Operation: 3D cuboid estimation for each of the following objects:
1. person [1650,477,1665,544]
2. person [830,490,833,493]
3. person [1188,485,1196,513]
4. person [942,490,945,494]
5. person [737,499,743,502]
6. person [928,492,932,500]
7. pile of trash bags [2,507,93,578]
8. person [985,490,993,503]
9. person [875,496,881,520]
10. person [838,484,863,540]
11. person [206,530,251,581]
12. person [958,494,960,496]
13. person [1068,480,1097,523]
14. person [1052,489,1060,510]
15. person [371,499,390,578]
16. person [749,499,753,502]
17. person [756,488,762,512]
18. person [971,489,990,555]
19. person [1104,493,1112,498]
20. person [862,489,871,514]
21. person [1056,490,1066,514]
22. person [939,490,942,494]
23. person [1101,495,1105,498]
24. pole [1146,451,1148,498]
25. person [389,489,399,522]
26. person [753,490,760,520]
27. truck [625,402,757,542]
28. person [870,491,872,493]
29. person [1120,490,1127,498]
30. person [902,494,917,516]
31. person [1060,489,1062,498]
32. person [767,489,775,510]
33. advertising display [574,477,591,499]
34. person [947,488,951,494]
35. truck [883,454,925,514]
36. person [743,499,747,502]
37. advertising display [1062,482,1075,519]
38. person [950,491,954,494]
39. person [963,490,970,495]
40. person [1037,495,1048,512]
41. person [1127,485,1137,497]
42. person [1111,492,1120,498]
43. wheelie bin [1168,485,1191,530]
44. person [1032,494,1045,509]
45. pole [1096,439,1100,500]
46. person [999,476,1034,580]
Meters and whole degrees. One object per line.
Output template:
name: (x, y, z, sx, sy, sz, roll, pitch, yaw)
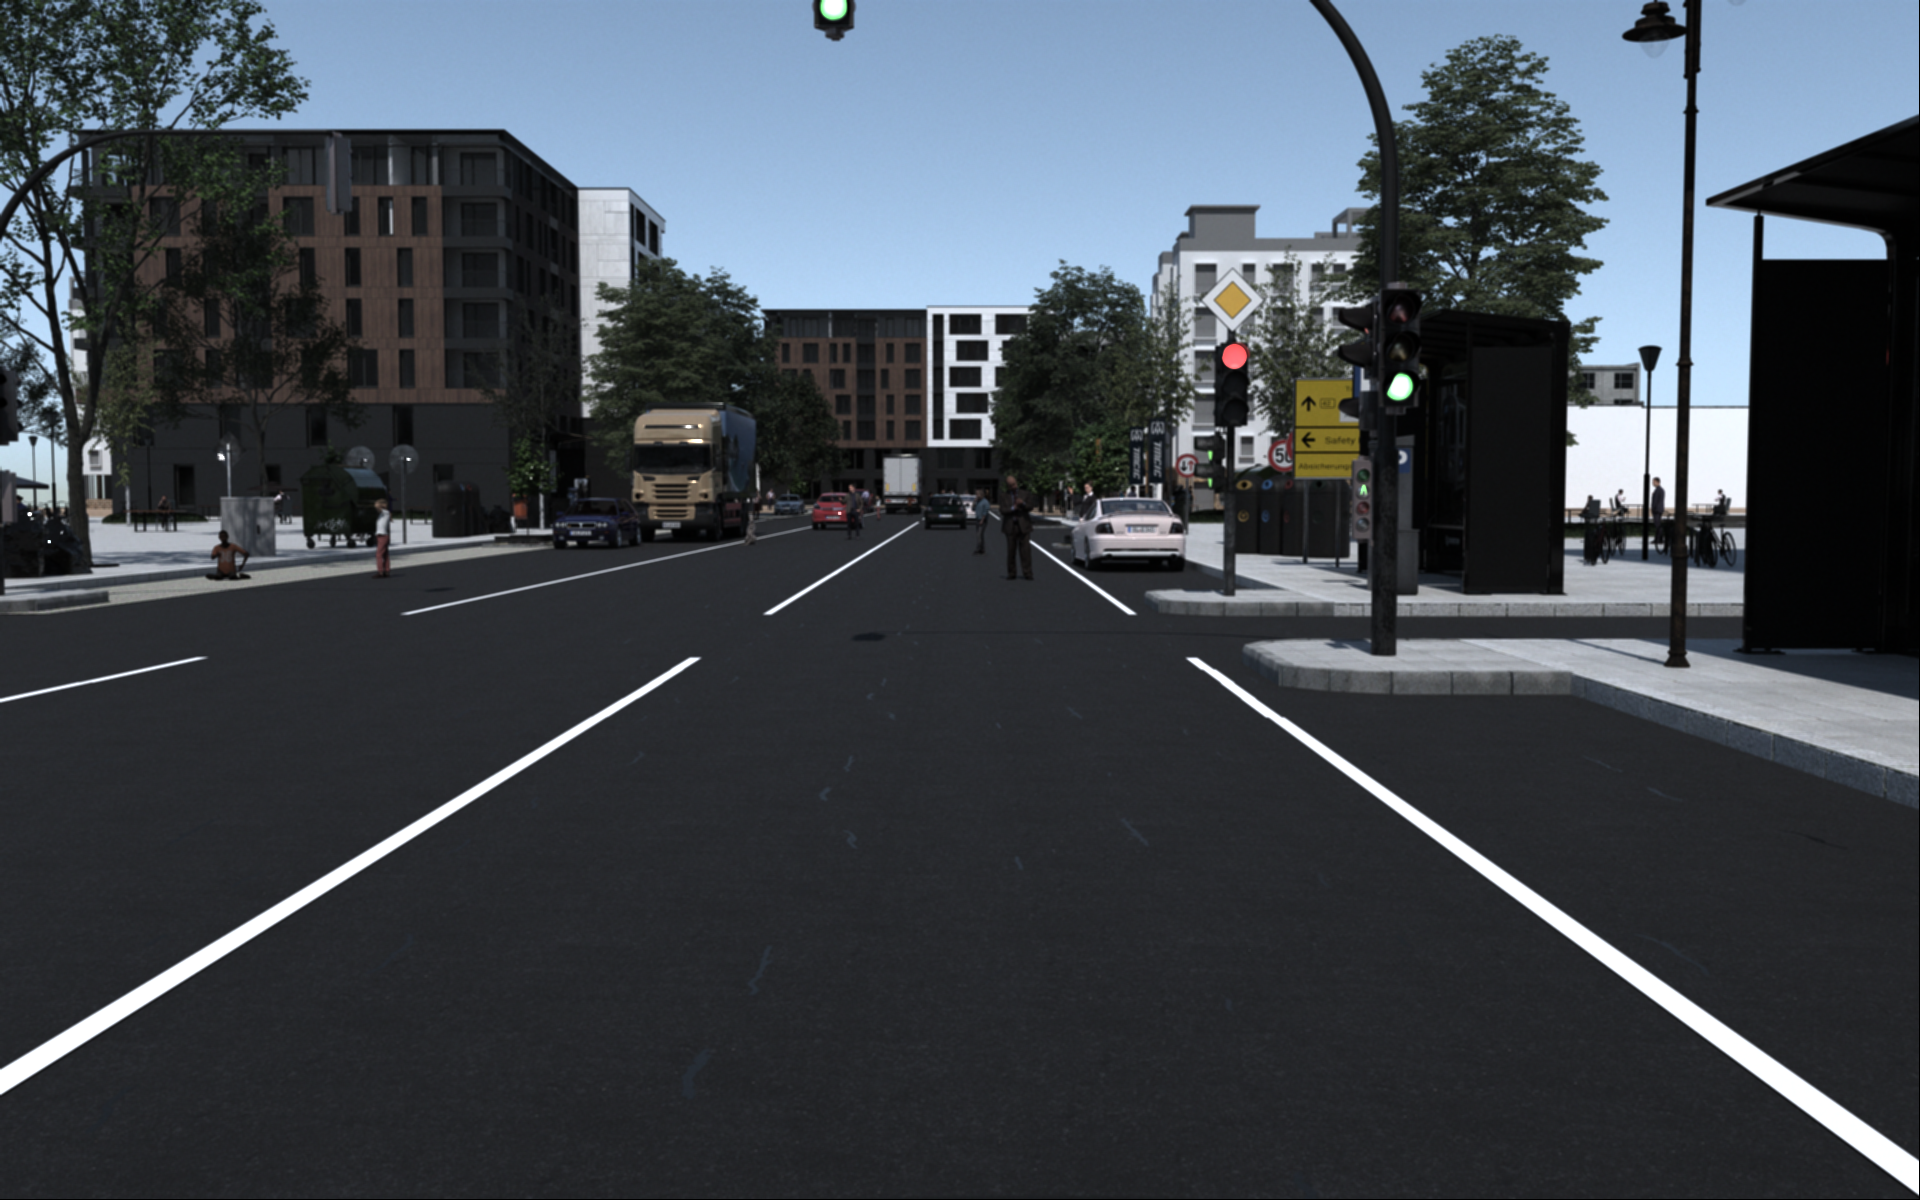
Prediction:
person: (17.962, -2.302, 44.608, 0.541, 1.710, 0.530, -3, 5, -39)
person: (-9.412, -7.275, 128.167, 1.217, 1.743, 0.721, 1, 4, 23)
person: (14.481, -6.263, 108.458, 0.705, 1.822, 1.348, -1, 4, -11)
person: (-1.317, -8.304, 144.830, 0.990, 1.755, 0.434, -2, 4, -33)
person: (-16.262, -7.433, 128.367, 0.445, 1.727, 0.742, 0, 4, 0)
person: (-1.404, -4.844, 90.075, 0.546, 1.535, 0.453, -2, 4, -30)
pile of trash bags: (-14.996, -1.017, 26.375, 1.912, 1.369, 3.447, 0, 4, 7)
person: (2.114, -7.366, 129.447, 0.721, 1.766, 1.217, 3, 5, 40)
person: (-4.479, -5.021, 94.504, 0.340, 1.345, 0.435, -2, 4, -30)
person: (-3.444, -2.786, 54.590, 0.617, 1.759, 0.750, 1, 4, 19)
person: (-12.121, -0.725, 28.641, 0.859, 0.850, 0.655, -1, 4, -15)
person: (0.032, -6.616, 119.901, 0.421, 1.427, 0.697, 2, 4, 31)
person: (2.571, -1.680, 36.776, 0.742, 1.727, 0.445, 2, 4, 27)
person: (7.740, -7.998, 136.747, 1.348, 1.831, 0.705, 1, 4, 9)
person: (-9.929, -1.056, 29.675, 0.340, 1.345, 0.435, -1, 4, -22)
person: (-17.681, -8.566, 146.925, 0.721, 1.723, 1.217, 3, 5, 44)
person: (-14.727, -7.296, 126.022, 0.721, 1.739, 1.217, -2, 4, -32)
person: (0.486, -1.831, 40.647, 0.429, 1.552, 0.499, 0, 4, -2)
person: (12.520, -8.671, 147.950, 0.705, 1.807, 1.348, -3, 5, -44)
person: (-6.902, -7.241, 126.753, 0.709, 1.838, 0.599, -1, 4, -14)
person: (6.748, -6.526, 112.771, 1.348, 1.821, 0.705, 3, 4, 37)
person: (-1.596, -8.546, 148.235, 0.705, 1.822, 1.348, -2, 4, -23)
person: (11.055, -7.961, 136.760, 0.990, 1.755, 0.434, 2, 4, 24)
pole: (8.190, -4.999, 75.577, 0.158, 3.312, 0.155, 0, 3, 0)
person: (-25.906, -4.308, 78.847, 0.453, 1.535, 0.546, 1, 4, 22)
person: (-11.190, -5.216, 95.240, 0.517, 1.644, 0.566, 3, 4, 36)
truck: (-8.375, -4.058, 55.264, 2.839, 4.237, 11.283, 0, 4, 0)
person: (-8.713, -9.865, 170.511, 0.721, 1.735, 1.217, 0, 4, 4)
person: (8.467, -5.039, 90.134, 0.444, 1.614, 0.593, 0, 4, 1)
person: (-3.285, -6.189, 112.945, 1.065, 1.426, 0.557, -1, 4, -10)
person: (9.838, -9.973, 169.628, 0.750, 1.759, 0.617, 0, 4, -2)
person: (-15.456, -8.240, 141.709, 0.756, 1.711, 0.436, -2, 4, -26)
advertising display: (-14.442, -3.732, 66.230, 0.974, 1.923, 0.123, 3, 5, 44)
person: (-0.799, -7.797, 135.610, 1.348, 1.869, 0.705, 1, 4, 19)
truck: (-4.136, -8.499, 127.873, 2.839, 4.237, 11.283, 0, 4, 1)
person: (-16.498, -7.728, 133.103, 1.217, 1.736, 0.721, -1, 4, -22)
advertising display: (5.599, -5.139, 89.233, 0.123, 1.923, 0.974, 3, 4, 39)
person: (-0.611, -7.582, 133.412, 0.436, 1.711, 0.756, 1, 4, 17)
person: (0.470, -6.972, 123.165, 0.551, 1.740, 0.621, -2, 4, -32)
person: (5.822, -7.225, 123.804, 0.705, 1.869, 1.348, -2, 4, -32)
person: (6.104, -3.237, 60.927, 0.435, 1.587, 0.963, -2, 4, -33)
person: (12.715, -8.306, 142.377, 0.750, 1.759, 0.617, -2, 4, -35)
wheelie bin: (7.844, -3.295, 61.774, 0.693, 1.594, 0.980, 2, 4, 29)
person: (6.705, -8.681, 148.700, 1.217, 1.735, 0.721, 1, 4, 22)
pole: (5.106, -4.281, 63.844, 0.158, 3.312, 0.155, 0, 3, 0)
person: (0.957, -1.209, 28.959, 0.565, 1.739, 0.600, -1, 4, -22)
